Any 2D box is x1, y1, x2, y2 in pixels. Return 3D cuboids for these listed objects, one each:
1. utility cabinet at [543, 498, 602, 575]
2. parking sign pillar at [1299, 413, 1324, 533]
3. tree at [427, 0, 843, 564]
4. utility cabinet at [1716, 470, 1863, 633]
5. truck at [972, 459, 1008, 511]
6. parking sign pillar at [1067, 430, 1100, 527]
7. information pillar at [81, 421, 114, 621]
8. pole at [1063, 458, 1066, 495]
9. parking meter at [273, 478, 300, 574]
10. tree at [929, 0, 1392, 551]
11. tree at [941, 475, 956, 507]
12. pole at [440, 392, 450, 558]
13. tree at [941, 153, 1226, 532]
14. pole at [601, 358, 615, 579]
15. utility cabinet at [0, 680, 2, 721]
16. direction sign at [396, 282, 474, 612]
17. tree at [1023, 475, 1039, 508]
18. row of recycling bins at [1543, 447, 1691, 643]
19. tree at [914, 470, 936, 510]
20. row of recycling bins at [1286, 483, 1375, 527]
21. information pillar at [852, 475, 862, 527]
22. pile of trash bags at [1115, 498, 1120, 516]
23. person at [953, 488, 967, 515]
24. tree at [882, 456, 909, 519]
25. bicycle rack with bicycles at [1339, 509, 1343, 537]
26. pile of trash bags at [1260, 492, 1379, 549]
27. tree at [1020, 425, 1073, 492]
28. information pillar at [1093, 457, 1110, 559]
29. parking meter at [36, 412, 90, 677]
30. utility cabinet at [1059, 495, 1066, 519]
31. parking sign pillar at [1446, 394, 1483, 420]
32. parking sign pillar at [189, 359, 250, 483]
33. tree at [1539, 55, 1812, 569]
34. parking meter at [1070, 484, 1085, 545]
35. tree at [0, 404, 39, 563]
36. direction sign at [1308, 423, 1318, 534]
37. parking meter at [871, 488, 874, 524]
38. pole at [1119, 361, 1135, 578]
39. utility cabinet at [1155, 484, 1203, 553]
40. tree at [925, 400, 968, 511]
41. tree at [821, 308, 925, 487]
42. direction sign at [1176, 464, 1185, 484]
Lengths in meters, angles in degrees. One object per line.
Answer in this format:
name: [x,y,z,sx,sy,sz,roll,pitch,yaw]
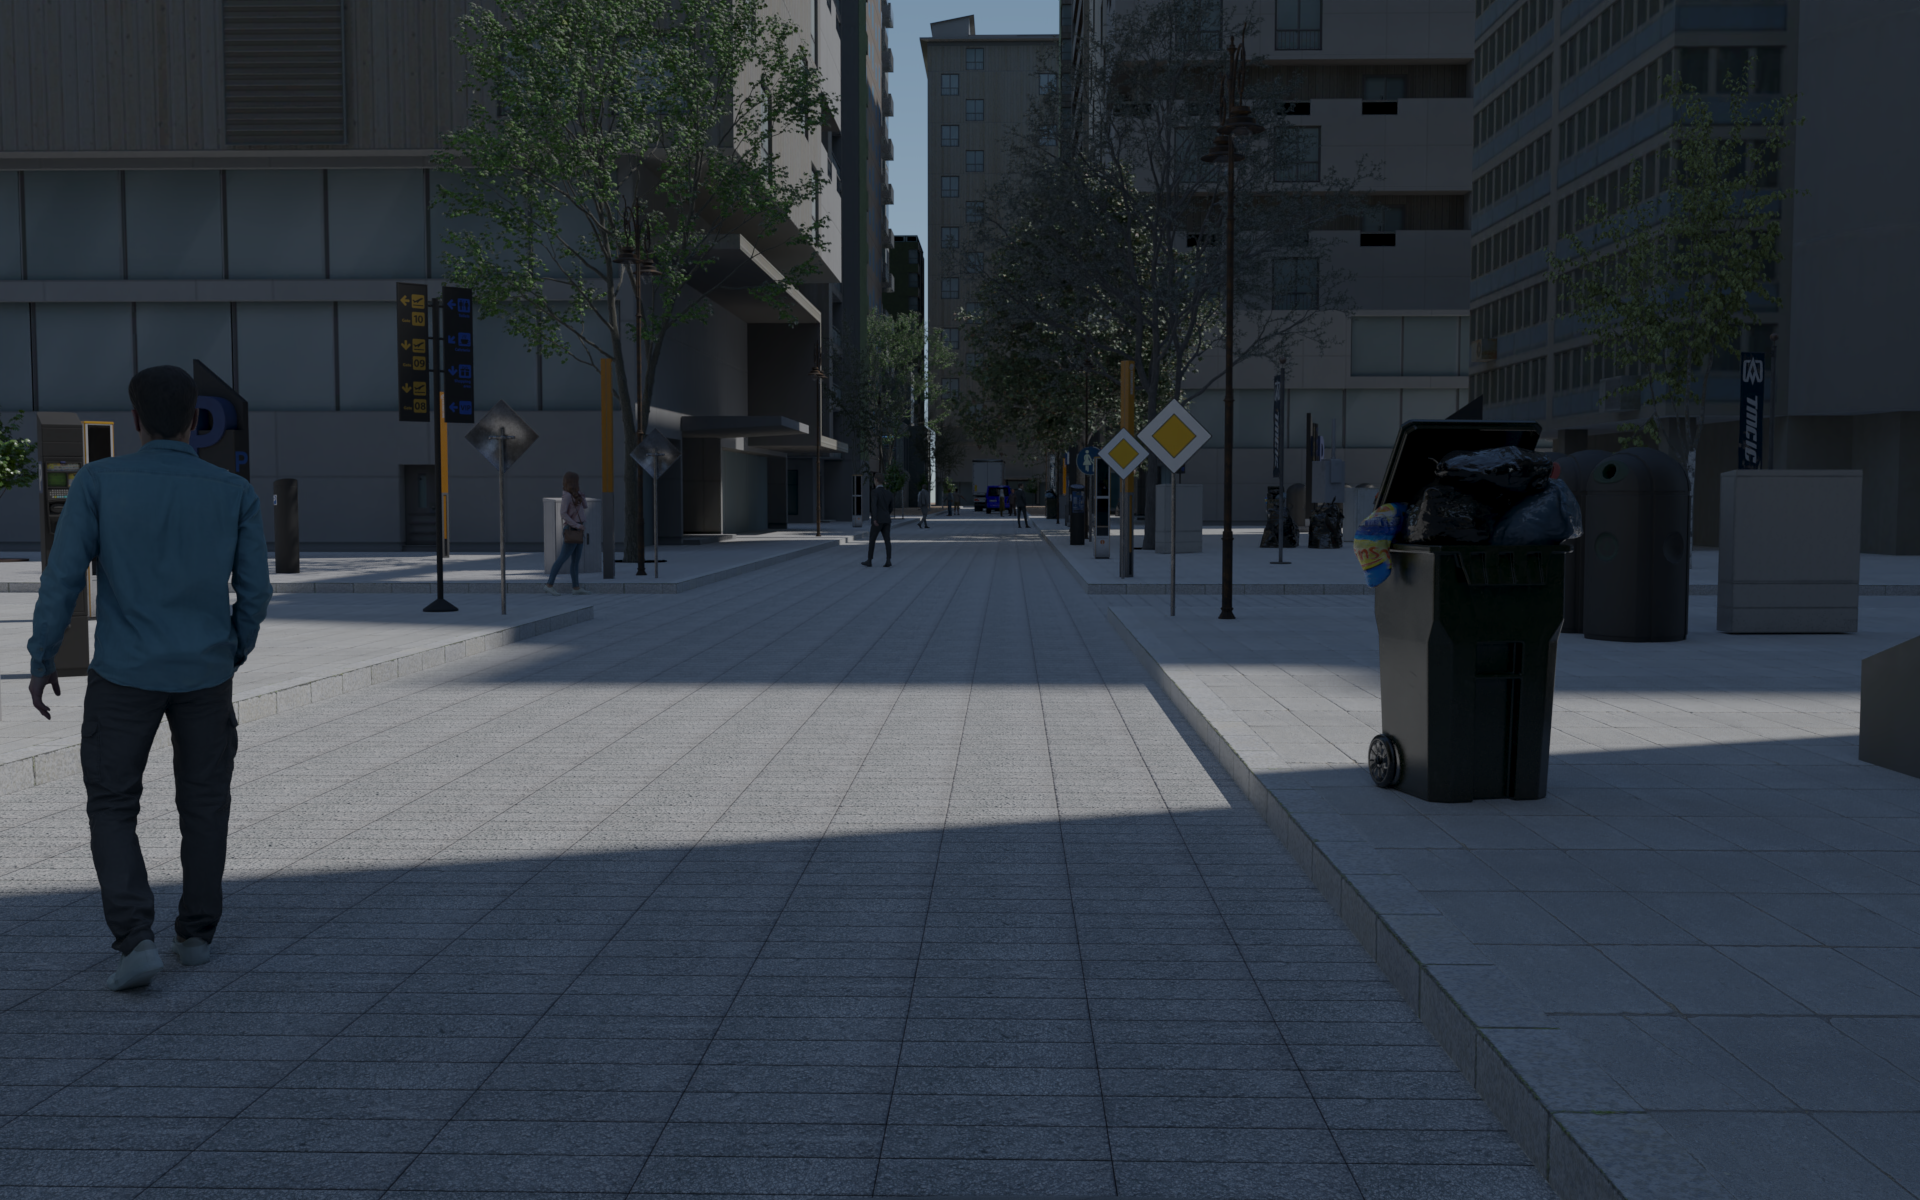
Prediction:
utility cabinet: [-6.259,-1.032,28.033,0.306,1.237,1.020,2,4,33]
parking sign pillar: [11.903,-4.261,58.139,1.447,3.967,1.447,1,4,19]
tree: [-6.042,-6.513,32.243,9.928,11.665,9.643,0,3,0]
utility cabinet: [7.604,-0.442,15.902,1.173,1.500,0.318,0,4,-2]
truck: [2.520,-9.596,145.813,2.839,4.237,11.283,0,4,3]
parking sign pillar: [4.882,-4.809,67.094,1.447,3.967,1.447,2,4,34]
information pillar: [-8.830,-0.806,17.665,0.304,2.012,0.304,3,4,36]
pole: [5.944,-6.405,98.561,0.158,3.312,0.155,0,3,0]
parking meter: [-10.903,-1.201,28.041,0.372,1.533,0.369,0,3,0]
tree: [4.520,-7.900,39.540,12.009,13.543,11.850,0,3,0]
tree: [-1.351,-11.223,178.094,1.663,3.219,1.824,0,3,0]
pole: [-10.377,-2.500,34.725,0.158,3.312,0.155,0,3,0]
tree: [4.119,-8.623,57.989,9.611,12.733,9.660,0,3,0]
pole: [-5.317,-1.976,26.151,0.158,3.312,0.155,0,3,0]
utility cabinet: [-5.944,0.086,9.752,1.020,1.237,0.306,1,4,12]
direction sign: [-5.690,-1.644,18.869,0.876,3.537,0.379,-3,5,-44]
tree: [6.998,-10.391,164.495,1.663,3.219,1.824,0,3,0]
row of recycling bins: [5.791,-0.583,16.646,1.069,1.692,3.534,-1,4,-10]
tree: [-2.877,-8.887,139.906,1.663,3.219,1.824,0,3,0]
row of recycling bins: [14.154,-3.593,65.853,3.534,1.692,1.069,-1,4,-11]
information pillar: [-3.951,-3.797,66.568,0.304,2.012,0.304,-2,4,-26]
pile of trash bags: [10.649,-5.459,99.010,3.447,1.369,1.912,0,4,-6]
person: [-0.218,-6.688,117.852,1.348,1.824,0.705,1,4,18]
tree: [-3.459,-5.699,87.782,1.663,3.219,1.824,0,3,0]
bicycle rack with bicycles: [11.545,-2.262,50.372,2.852,0.926,2.925,-1,4,-18]
pile of trash bags: [8.804,-1.927,41.265,3.447,1.369,1.912,2,4,32]
tree: [5.617,-9.400,104.048,4.360,8.622,3.978,0,3,0]
information pillar: [2.806,-1.820,34.244,0.304,2.012,0.304,0,4,-1]
parking meter: [-6.322,-0.397,12.209,0.255,1.863,0.399,-2,4,-33]
utility cabinet: [5.193,-4.852,90.494,1.020,1.237,0.306,-2,4,-24]
parking sign pillar: [13.490,-3.583,47.062,1.447,3.967,1.447,1,4,13]
parking sign pillar: [-14.723,-2.804,34.324,1.447,3.967,1.447,2,4,24]
tree: [12.438,-4.854,29.719,4.737,8.622,4.395,0,3,0]
parking meter: [2.949,-2.145,43.475,0.372,1.533,0.369,0,3,0]
tree: [-18.177,-2.327,32.649,1.663,3.219,1.824,0,3,0]
direction sign: [11.371,-3.886,55.526,0.379,3.537,0.876,1,4,21]
parking meter: [-3.578,-3.960,73.150,0.372,1.533,0.369,0,3,0]
pole: [2.566,-2.003,26.593,0.158,3.312,0.155,0,3,0]
utility cabinet: [4.733,-1.761,37.477,1.173,1.500,0.318,-3,5,-40]
tree: [-2.170,-10.861,127.935,4.360,8.622,3.978,0,3,0]
tree: [-3.912,-7.281,69.409,4.360,8.622,3.978,0,3,0]
direction sign: [8.418,-4.543,66.269,0.379,3.537,0.876,-1,4,-17]
